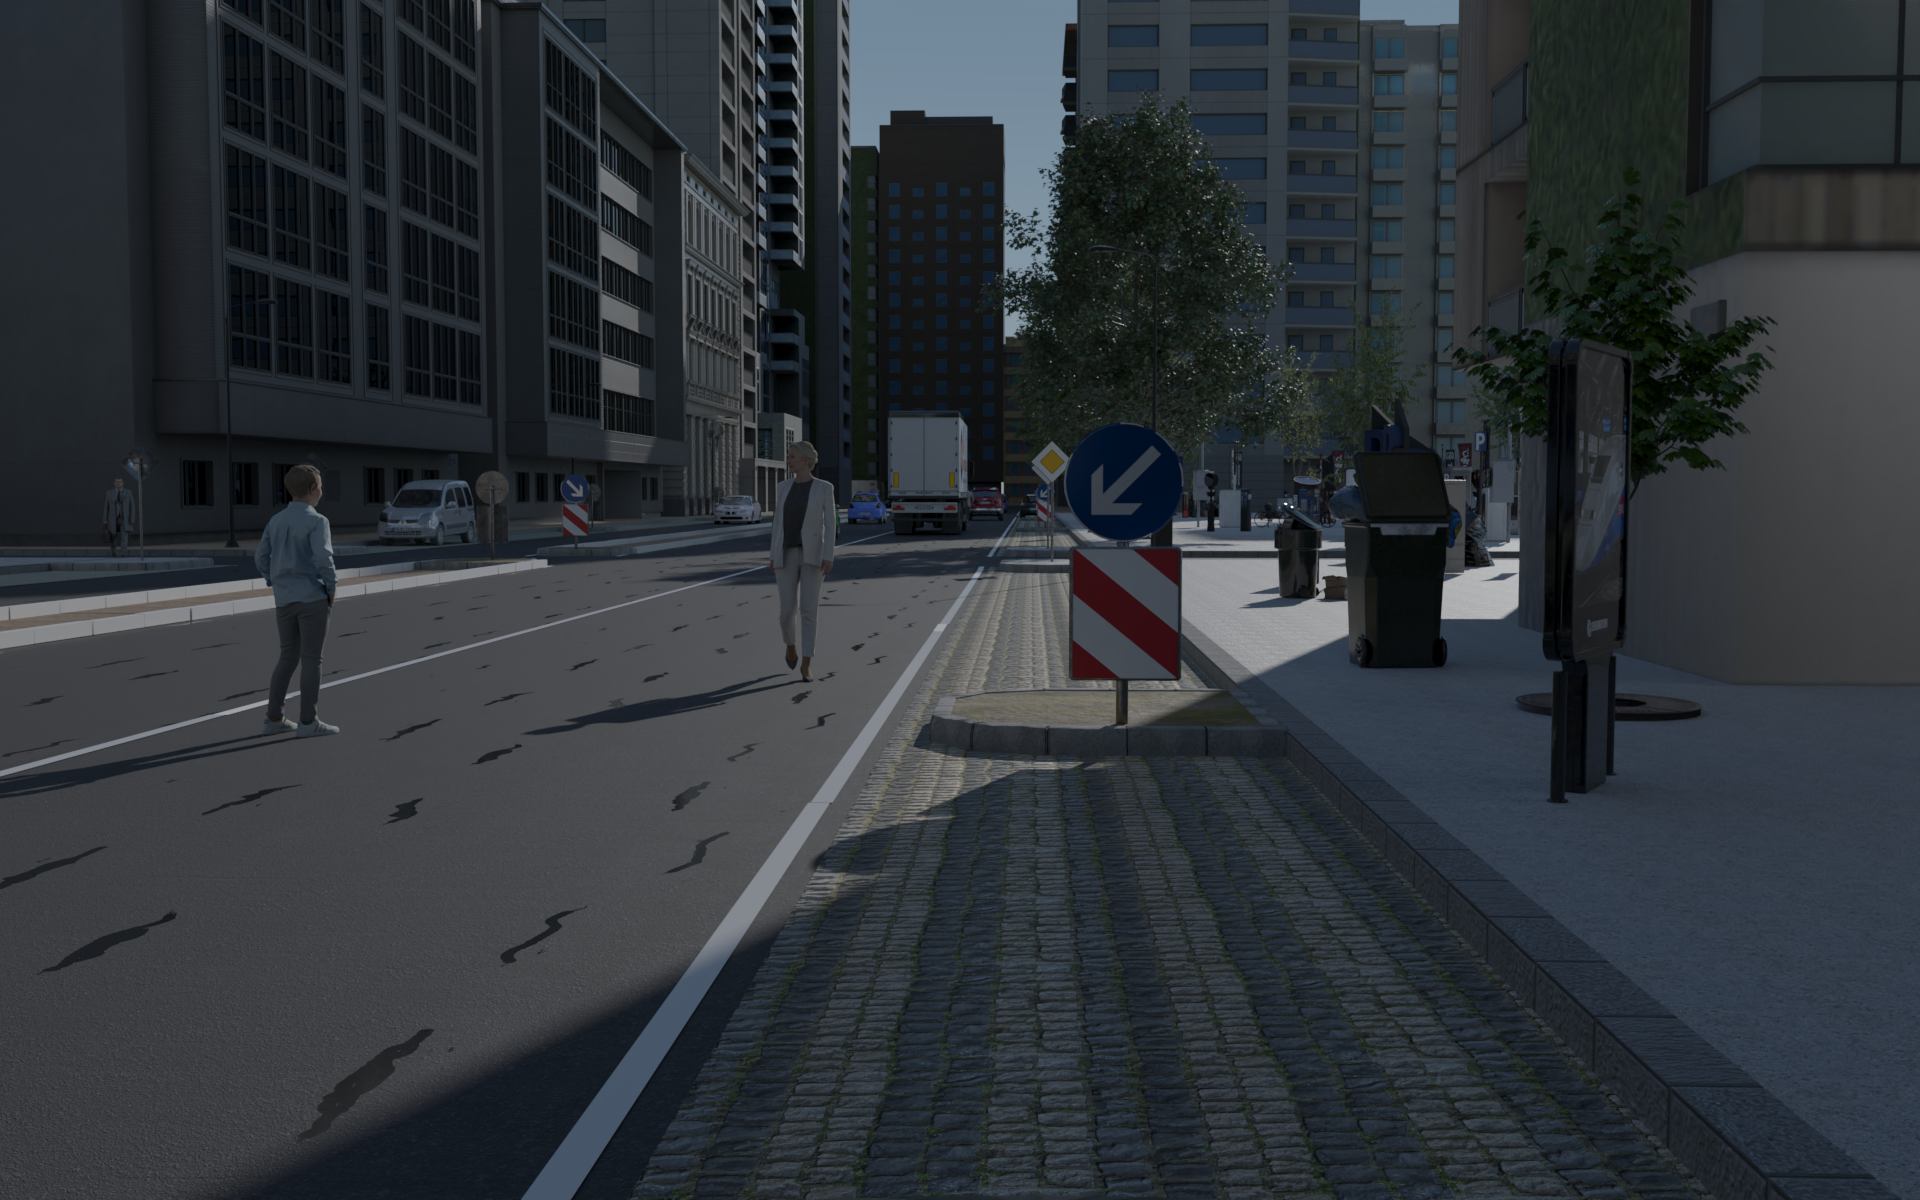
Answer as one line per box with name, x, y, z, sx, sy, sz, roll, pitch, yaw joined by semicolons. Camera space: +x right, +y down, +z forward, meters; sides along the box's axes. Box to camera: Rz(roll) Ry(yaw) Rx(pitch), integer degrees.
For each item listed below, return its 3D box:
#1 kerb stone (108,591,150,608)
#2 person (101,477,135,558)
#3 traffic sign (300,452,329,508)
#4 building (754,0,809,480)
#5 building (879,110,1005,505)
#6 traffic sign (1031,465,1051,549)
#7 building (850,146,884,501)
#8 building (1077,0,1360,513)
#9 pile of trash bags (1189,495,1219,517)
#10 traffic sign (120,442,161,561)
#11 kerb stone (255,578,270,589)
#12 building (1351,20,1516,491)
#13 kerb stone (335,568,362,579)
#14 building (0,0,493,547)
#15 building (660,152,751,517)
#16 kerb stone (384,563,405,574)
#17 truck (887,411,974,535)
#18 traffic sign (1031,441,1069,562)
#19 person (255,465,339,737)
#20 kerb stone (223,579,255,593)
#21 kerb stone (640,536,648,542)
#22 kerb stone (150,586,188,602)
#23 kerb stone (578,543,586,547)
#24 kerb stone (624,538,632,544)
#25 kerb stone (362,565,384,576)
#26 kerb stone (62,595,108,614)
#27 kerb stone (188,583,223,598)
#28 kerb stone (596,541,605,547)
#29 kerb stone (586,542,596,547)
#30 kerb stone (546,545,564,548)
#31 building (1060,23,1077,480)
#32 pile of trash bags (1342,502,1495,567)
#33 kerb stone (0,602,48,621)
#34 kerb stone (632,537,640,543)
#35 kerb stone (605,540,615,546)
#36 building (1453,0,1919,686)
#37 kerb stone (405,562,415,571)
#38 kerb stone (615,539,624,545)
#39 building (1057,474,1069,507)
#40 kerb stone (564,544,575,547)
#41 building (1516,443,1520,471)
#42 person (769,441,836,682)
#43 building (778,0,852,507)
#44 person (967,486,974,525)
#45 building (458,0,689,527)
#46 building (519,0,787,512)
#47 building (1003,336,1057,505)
kerb stone;-10.736;0.002;22.204;0.120;0.150;1.000;0;4;2
person;-18.610;-1.815;38.275;0.694;1.812;0.767;-2;4;-24
traffic sign;-15.465;-2.307;41.368;0.795;2.450;0.064;0;4;2
building;-24.455;-51.286;151.201;22.319;86.520;31.000;0;4;2
building;-1.824;-33.958;205.329;14.200;45.320;14.600;0;4;2
traffic sign;2.064;-2.262;40.624;0.795;2.450;0.064;0;4;2
building;-16.164;-31.982;206.499;14.086;41.232;14.154;0;4;2
building;19.404;-36.088;132.035;21.231;58.520;28.212;0;4;2
pile of trash bags;13.609;-5.343;97.103;1.912;1.369;3.447;-1;4;-10
traffic sign;-15.795;-1.819;33.389;0.795;2.450;0.064;0;4;2
kerb stone;-10.568;-0.251;26.298;0.120;0.150;1.000;0;4;2
building;41.913;-34.175;178.371;30.456;49.044;23.786;0;4;2
kerb stone;-10.444;-0.439;29.365;0.120;0.150;1.000;0;4;2
building;-25.019;-15.896;53.414;14.314;27.812;24.014;0;4;2
building;-19.921;-16.977;106.458;11.050;23.489;19.941;0;4;2
kerb stone;-10.350;-0.564;31.413;0.120;0.150;1.000;0;4;2
truck;-1.022;-4.599;64.105;2.839;4.237;11.283;0;4;2
traffic sign;1.733;-1.774;32.646;0.795;2.450;0.064;0;4;2
person;-3.888;0.003;10.259;0.589;1.601;0.330;2;4;33
kerb stone;-10.615;-0.188;25.269;0.120;0.150;1.000;0;4;2
kerb stone;-9.519;-1.792;51.487;0.120;0.150;1.000;0;4;2
kerb stone;-10.691;-0.063;23.227;0.120;0.150;1.000;0;4;2
kerb stone;-9.823;-1.349;44.299;0.120;0.150;1.000;0;4;2
kerb stone;-9.609;-1.666;49.435;0.120;0.150;1.000;0;4;2
kerb stone;-10.395;-0.494;30.387;0.120;0.150;1.000;0;4;2
kerb stone;-10.779;0.063;21.183;0.120;0.150;1.000;0;4;2
kerb stone;-10.651;-0.126;24.248;0.120;0.150;1.000;0;4;2
kerb stone;-9.740;-1.472;46.342;0.120;0.150;1.000;0;4;2
kerb stone;-9.774;-1.414;45.320;0.120;0.150;1.000;0;4;2
kerb stone;-9.906;-1.224;42.253;0.120;0.150;1.000;0;4;2
building;20.449;-30.975;161.071;22.147;44.769;28.867;0;4;2
pile of trash bags;8.162;-1.340;31.669;1.912;1.369;3.447;-1;4;-21
kerb stone;-10.819;0.124;20.162;0.120;0.150;1.000;0;4;2
kerb stone;-9.561;-1.723;50.463;0.120;0.150;1.000;0;4;2
kerb stone;-9.693;-1.530;47.364;0.120;0.150;1.000;0;4;2
building;12.481;-20.386;16.911;14.154;41.232;14.086;0;4;2
kerb stone;-10.315;-0.626;32.450;0.120;0.150;1.000;0;4;2
kerb stone;-9.650;-1.603;48.399;0.120;0.150;1.000;0;4;2
building;17.330;-25.208;183.859;14.160;30.474;14.107;0;4;2
kerb stone;-9.860;-1.289;43.274;0.120;0.150;1.000;0;4;2
building;68.290;-45.258;178.213;20.611;71.187;20.563;0;4;2
person;-1.231;-0.314;13.517;0.514;1.842;0.818;0;4;-5
building;-25.893;-39.142;181.971;28.212;58.520;21.231;0;4;2
person;0.332;-4.330;79.142;0.661;1.843;0.795;-1;4;-17
building;-22.653;-16.036;81.251;14.314;24.678;30.058;0;4;2
building;-23.616;-42.055;125.855;20.563;71.187;20.611;0;4;2
building;20.024;-22.494;212.809;28.899;21.520;27.650;0;4;2
